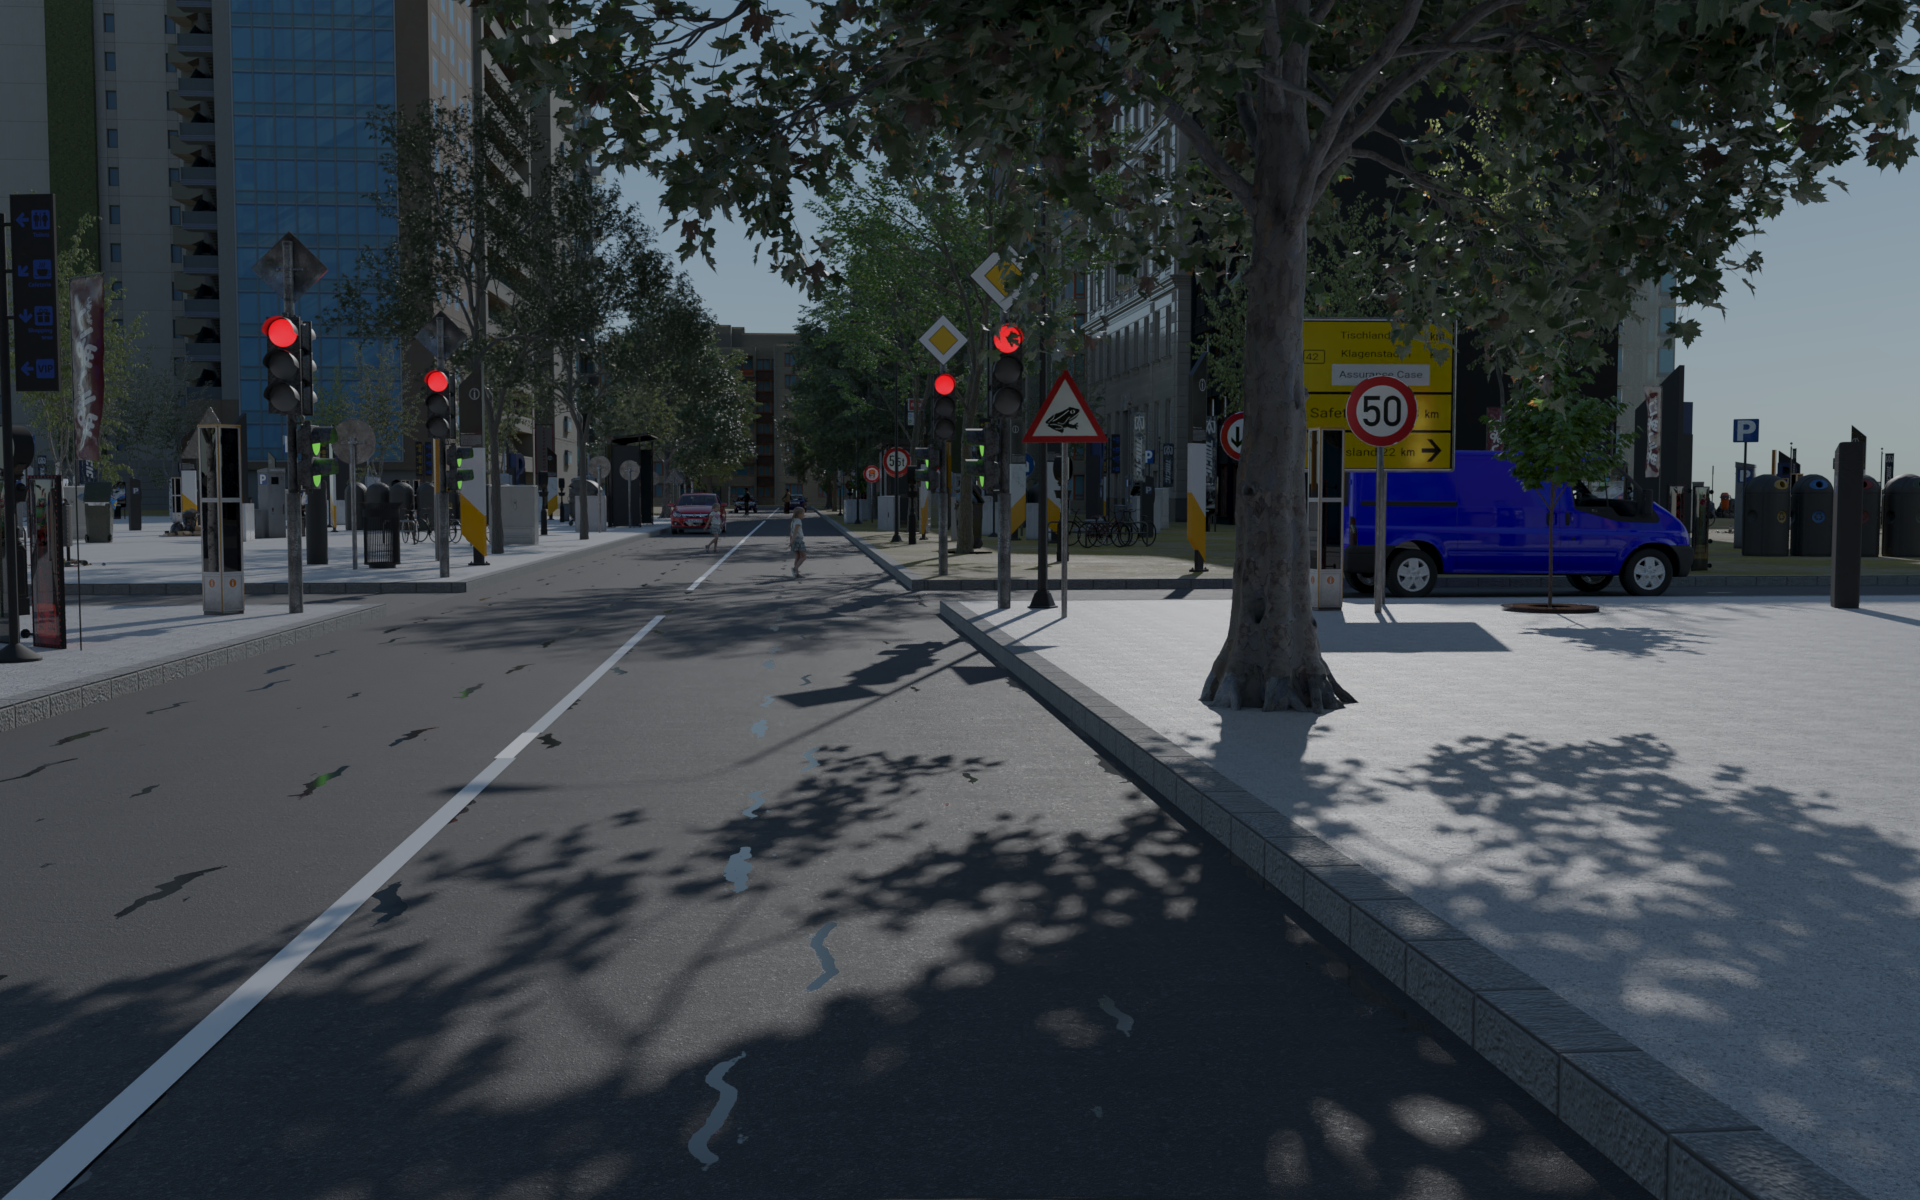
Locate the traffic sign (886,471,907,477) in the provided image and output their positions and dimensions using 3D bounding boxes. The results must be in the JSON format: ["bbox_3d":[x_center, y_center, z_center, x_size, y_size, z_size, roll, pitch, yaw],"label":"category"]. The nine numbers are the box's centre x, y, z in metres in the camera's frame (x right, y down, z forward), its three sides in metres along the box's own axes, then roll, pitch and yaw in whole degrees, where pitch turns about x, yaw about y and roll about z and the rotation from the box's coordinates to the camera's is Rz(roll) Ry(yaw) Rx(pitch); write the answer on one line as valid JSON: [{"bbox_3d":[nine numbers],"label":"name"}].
[{"bbox_3d":[-1.908,-3.204,52.484,0.768,2.556,0.104,0,4,1],"label":"traffic sign"}]

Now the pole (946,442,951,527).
[{"bbox_3d":[-0.444,-4.549,68.227,0.158,3.312,0.155,0,3,0],"label":"pole"}]

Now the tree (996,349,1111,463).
[{"bbox_3d":[5.132,-8.273,85.620,4.737,8.622,4.395,0,3,0],"label":"tree"}]

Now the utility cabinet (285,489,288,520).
[{"bbox_3d":[-32.398,-4.570,83.398,1.173,1.500,0.318,1,4,9],"label":"utility cabinet"}]

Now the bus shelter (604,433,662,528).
[{"bbox_3d":[-13.040,-4.777,69.393,1.731,3.624,6.357,0,4,-6],"label":"bus shelter"}]

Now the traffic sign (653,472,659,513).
[{"bbox_3d":[-17.451,-6.008,98.338,0.768,2.556,0.104,0,4,-2],"label":"traffic sign"}]

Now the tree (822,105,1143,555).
[{"bbox_3d":[0.260,-6.797,36.892,9.928,11.665,9.643,0,3,0],"label":"tree"}]

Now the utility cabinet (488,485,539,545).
[{"bbox_3d":[-11.139,-2.112,43.213,1.173,1.500,0.318,0,4,6],"label":"utility cabinet"}]

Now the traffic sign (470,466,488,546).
[{"bbox_3d":[-12.008,-2.597,42.470,0.884,2.594,0.081,0,4,-4],"label":"traffic sign"}]

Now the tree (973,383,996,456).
[{"bbox_3d":[2.124,-9.217,101.054,4.737,8.622,4.395,0,3,0],"label":"tree"}]

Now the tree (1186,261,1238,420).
[{"bbox_3d":[9.372,-6.415,55.249,4.737,8.622,4.395,0,3,0],"label":"tree"}]

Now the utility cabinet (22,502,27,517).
[{"bbox_3d":[-50.933,-5.233,94.233,0.318,1.500,1.173,1,4,16],"label":"utility cabinet"}]

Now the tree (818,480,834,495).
[{"bbox_3d":[-12.978,-10.758,170.499,1.663,3.219,1.824,0,3,0],"label":"tree"}]

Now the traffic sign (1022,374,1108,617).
[{"bbox_3d":[1.084,-1.097,17.948,0.884,2.594,0.081,0,4,2],"label":"traffic sign"}]

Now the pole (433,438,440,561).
[{"bbox_3d":[-9.983,-2.405,33.172,0.158,3.312,0.155,0,3,0],"label":"pole"}]

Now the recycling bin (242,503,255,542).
[{"bbox_3d":[-19.576,-2.099,46.866,0.722,1.027,0.722,0,4,-2],"label":"recycling bin"}]

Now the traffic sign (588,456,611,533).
[{"bbox_3d":[-11.948,-3.503,57.381,0.768,2.556,0.104,0,4,4],"label":"traffic sign"}]

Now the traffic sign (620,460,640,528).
[{"bbox_3d":[-12.400,-3.970,65.021,0.768,2.556,0.104,0,4,3],"label":"traffic sign"}]

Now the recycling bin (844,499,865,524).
[{"bbox_3d":[-4.615,-3.813,74.894,0.722,1.027,0.722,-1,4,-12],"label":"recycling bin"}]

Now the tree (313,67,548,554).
[{"bbox_3d":[-9.854,-6.291,37.269,8.767,10.594,7.601,1,4,11],"label":"tree"}]

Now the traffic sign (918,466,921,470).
[{"bbox_3d":[-1.523,-4.643,76.017,0.768,2.556,0.104,0,4,-5],"label":"traffic sign"}]

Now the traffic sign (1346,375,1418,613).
[{"bbox_3d":[4.516,-1.133,18.629,0.768,2.556,0.104,0,4,2],"label":"traffic sign"}]

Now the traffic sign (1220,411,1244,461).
[{"bbox_3d":[4.385,-1.632,26.787,0.768,2.556,0.104,0,4,-5],"label":"traffic sign"}]

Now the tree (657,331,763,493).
[{"bbox_3d":[-17.612,-12.408,120.996,7.486,12.596,7.792,0,3,0],"label":"tree"}]

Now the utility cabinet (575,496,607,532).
[{"bbox_3d":[-13.325,-3.145,62.575,1.020,1.237,0.306,1,4,11],"label":"utility cabinet"}]

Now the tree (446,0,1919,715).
[{"bbox_3d":[1.909,-5.698,10.168,9.611,12.733,9.660,0,3,0],"label":"tree"}]

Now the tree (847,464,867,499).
[{"bbox_3d":[-5.365,-6.082,94.040,1.663,3.219,1.824,0,3,0],"label":"tree"}]

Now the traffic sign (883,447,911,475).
[{"bbox_3d":[-1.711,-2.870,47.034,0.768,2.556,0.104,0,4,-1],"label":"traffic sign"}]

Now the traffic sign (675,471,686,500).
[{"bbox_3d":[-13.909,-5.156,85.489,0.795,2.450,0.064,0,4,-1],"label":"traffic sign"}]

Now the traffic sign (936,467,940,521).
[{"bbox_3d":[-1.032,-5.027,82.188,0.884,2.594,0.081,0,4,1],"label":"traffic sign"}]

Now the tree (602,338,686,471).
[{"bbox_3d":[-14.526,-7.937,80.131,4.360,8.622,3.978,0,3,0],"label":"tree"}]

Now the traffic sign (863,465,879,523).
[{"bbox_3d":[-3.901,-4.698,76.914,0.768,2.556,0.104,0,3,0],"label":"traffic sign"}]

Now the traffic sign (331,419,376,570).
[{"bbox_3d":[-10.275,-1.788,29.343,0.768,2.556,0.104,0,4,1],"label":"traffic sign"}]

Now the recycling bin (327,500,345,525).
[{"bbox_3d":[-25.783,-3.615,71.658,0.722,1.027,0.722,-2,4,-24],"label":"recycling bin"}]

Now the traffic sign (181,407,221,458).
[{"bbox_3d":[-11.205,-1.585,25.916,0.884,2.594,0.081,0,4,-3],"label":"traffic sign"}]

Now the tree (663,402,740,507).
[{"bbox_3d":[-17.689,-9.913,112.438,4.737,8.622,4.395,0,3,0],"label":"tree"}]

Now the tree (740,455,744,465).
[{"bbox_3d":[-22.872,-13.522,171.444,4.737,8.622,4.395,0,3,0],"label":"tree"}]

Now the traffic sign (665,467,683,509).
[{"bbox_3d":[-13.902,-5.147,84.164,0.884,2.594,0.081,0,4,-5],"label":"traffic sign"}]

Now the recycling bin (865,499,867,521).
[{"bbox_3d":[-4.822,-4.229,81.697,0.722,1.027,0.722,1,4,21],"label":"recycling bin"}]

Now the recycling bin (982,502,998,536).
[{"bbox_3d":[0.776,-2.519,53.739,0.722,1.027,0.722,-2,4,-26],"label":"recycling bin"}]

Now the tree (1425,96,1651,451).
[{"bbox_3d":[10.220,-4.958,31.430,4.360,8.622,3.978,0,3,0],"label":"tree"}]

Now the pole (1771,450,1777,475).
[{"bbox_3d":[37.400,-5.247,79.633,0.158,3.312,0.155,0,3,0],"label":"pole"}]

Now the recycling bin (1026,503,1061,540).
[{"bbox_3d":[2.334,-2.188,48.327,0.722,1.027,0.722,-3,5,-41],"label":"recycling bin"}]

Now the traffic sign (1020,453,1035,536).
[{"bbox_3d":[1.891,-3.230,52.924,0.768,2.556,0.104,0,4,-5],"label":"traffic sign"}]

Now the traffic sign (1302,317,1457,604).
[{"bbox_3d":[4.601,-1.601,20.046,2.265,3.308,0.079,0,4,-3],"label":"traffic sign"}]

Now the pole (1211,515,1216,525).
[{"bbox_3d":[10.678,-4.840,72.975,0.158,3.312,0.155,0,3,0],"label":"pole"}]

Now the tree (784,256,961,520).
[{"bbox_3d":[-4.535,-11.046,87.252,9.857,13.997,8.962,0,3,0],"label":"tree"}]

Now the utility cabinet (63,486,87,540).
[{"bbox_3d":[-24.580,-2.388,47.720,1.173,1.500,0.318,-2,4,-34],"label":"utility cabinet"}]

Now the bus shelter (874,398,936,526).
[{"bbox_3d":[-2.317,-5.648,69.984,2.179,5.291,8.768,0,4,-5],"label":"bus shelter"}]
